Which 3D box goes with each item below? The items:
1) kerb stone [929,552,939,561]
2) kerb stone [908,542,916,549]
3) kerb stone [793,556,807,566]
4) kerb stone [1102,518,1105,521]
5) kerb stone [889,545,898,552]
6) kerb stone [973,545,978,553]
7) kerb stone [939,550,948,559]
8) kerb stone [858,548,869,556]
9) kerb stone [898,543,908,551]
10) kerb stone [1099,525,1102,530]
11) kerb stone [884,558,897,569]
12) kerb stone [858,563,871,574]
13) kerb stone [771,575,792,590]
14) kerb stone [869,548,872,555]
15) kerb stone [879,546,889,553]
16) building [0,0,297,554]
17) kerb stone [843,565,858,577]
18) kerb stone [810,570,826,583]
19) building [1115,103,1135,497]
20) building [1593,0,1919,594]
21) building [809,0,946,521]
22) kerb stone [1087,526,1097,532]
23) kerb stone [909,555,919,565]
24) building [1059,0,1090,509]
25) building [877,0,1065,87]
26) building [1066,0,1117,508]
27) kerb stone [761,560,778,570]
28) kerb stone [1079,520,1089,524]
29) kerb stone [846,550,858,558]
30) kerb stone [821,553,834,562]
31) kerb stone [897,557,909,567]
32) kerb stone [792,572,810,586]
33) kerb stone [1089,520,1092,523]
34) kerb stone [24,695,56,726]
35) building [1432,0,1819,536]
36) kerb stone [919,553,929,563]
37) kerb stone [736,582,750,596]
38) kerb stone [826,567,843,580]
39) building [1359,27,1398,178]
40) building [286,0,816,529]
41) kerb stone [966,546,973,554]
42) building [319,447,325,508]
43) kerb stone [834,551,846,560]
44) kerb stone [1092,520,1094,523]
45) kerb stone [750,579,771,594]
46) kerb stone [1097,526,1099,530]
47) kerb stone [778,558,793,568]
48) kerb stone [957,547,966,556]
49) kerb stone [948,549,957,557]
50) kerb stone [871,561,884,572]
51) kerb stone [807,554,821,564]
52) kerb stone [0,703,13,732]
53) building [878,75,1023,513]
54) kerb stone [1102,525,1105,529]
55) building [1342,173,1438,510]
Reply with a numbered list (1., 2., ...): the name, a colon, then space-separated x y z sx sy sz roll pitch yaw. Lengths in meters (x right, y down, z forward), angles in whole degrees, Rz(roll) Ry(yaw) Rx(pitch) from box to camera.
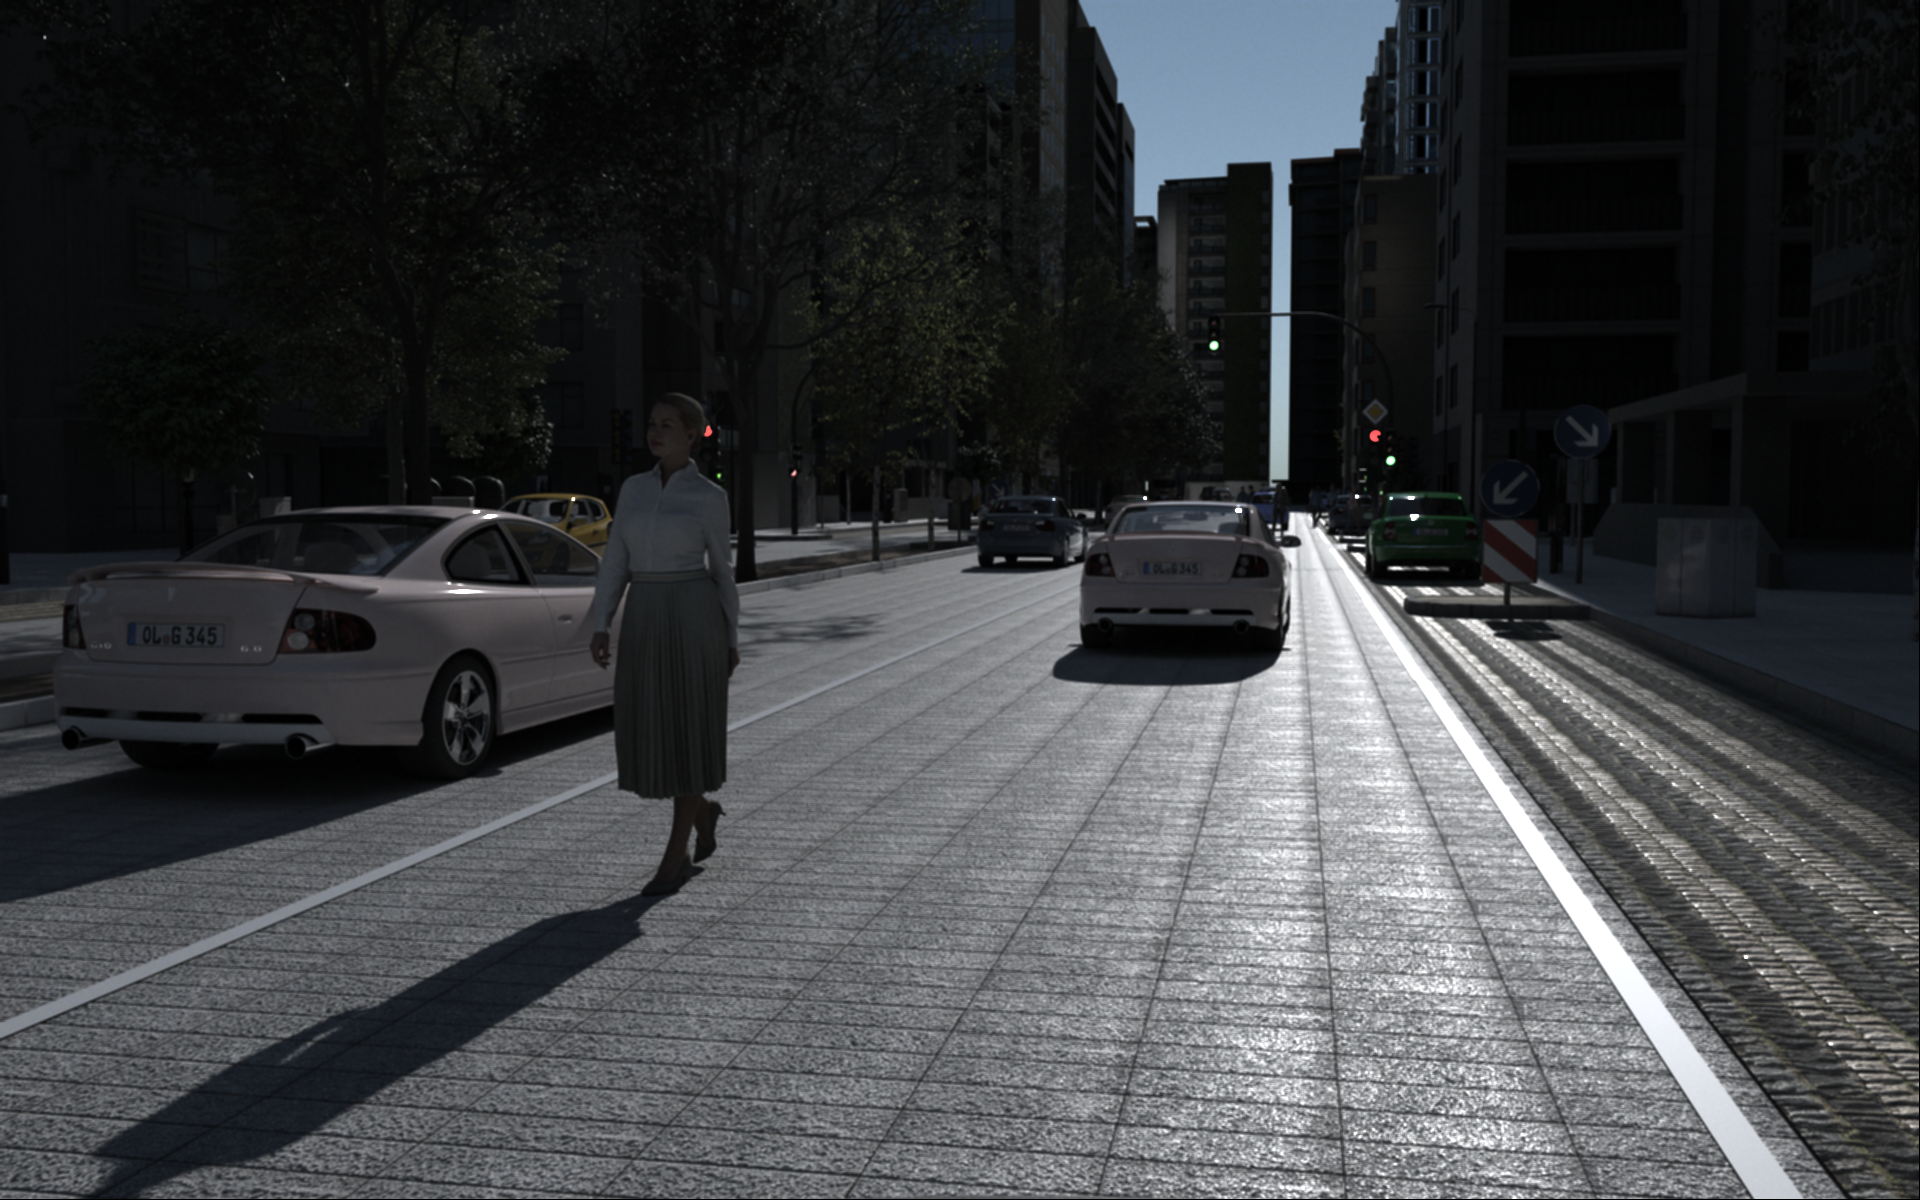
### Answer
1. kerb stone: -0.658 -0.926 37.339 0.120 0.150 1.000 1 4 11
2. kerb stone: -1.364 -1.381 44.777 0.120 0.150 1.000 1 4 11
3. kerb stone: -3.308 -0.761 34.731 0.120 0.150 1.000 1 4 11
4. kerb stone: 7.862 -4.309 92.643 0.120 0.150 1.000 1 4 11
5. kerb stone: -1.757 -1.258 42.764 0.120 0.150 1.000 1 4 11
6. kerb stone: 0.304 -1.232 42.358 0.120 0.150 1.000 1 4 11
7. kerb stone: -0.470 -0.988 38.344 0.120 0.150 1.000 1 4 11
8. kerb stone: -2.334 -1.074 39.753 0.120 0.150 1.000 1 4 11
9. kerb stone: -1.555 -1.317 43.773 0.120 0.150 1.000 1 4 11
10. kerb stone: 5.458 -2.865 69.081 0.120 0.150 1.000 1 4 11
11. kerb stone: -1.434 -0.669 33.318 0.120 0.150 1.000 1 4 11
12. kerb stone: -1.829 -0.558 31.312 0.120 0.150 1.000 1 4 11
13. kerb stone: -2.795 -0.248 26.276 0.120 0.150 1.000 1 4 11
14. kerb stone: -2.137 -1.133 40.756 0.120 0.150 1.000 1 4 11
15. kerb stone: -1.947 -1.197 41.760 0.120 0.150 1.000 1 4 11
16. building: -23.853 -22.038 43.916 14.086 41.232 14.154 1 4 11
17. kerb stone: -2.012 -0.496 30.304 0.120 0.150 1.000 1 4 11
18. kerb stone: -2.421 -0.373 28.288 0.120 0.150 1.000 1 4 11
19. building: 11.922 -33.396 196.128 14.200 45.320 14.600 1 4 11
20. building: 27.963 -20.421 25.758 32.217 40.220 23.993 1 4 11
21. building: -17.615 -24.405 90.905 32.217 40.220 23.993 1 4 11
22. kerb stone: 5.075 -2.745 67.073 0.120 0.150 1.000 1 4 11
23. kerb stone: -1.052 -0.797 35.326 0.120 0.150 1.000 1 4 11
24. building: 0.981 -43.766 153.825 20.563 71.187 20.611 1 4 11
25. building: 0.462 -29.742 136.390 14.600 45.320 14.200 1 4 11
26. building: 4.167 -33.771 175.862 21.300 48.544 21.600 1 4 11
27. kerb stone: -3.695 -0.643 32.715 0.120 0.150 1.000 1 4 11
28. kerb stone: 5.925 -3.693 82.569 0.120 0.150 1.000 1 4 11
29. kerb stone: -2.530 -1.009 38.750 0.120 0.150 1.000 1 4 11
30. kerb stone: -2.921 -0.890 36.739 0.120 0.150 1.000 1 4 11
31. kerb stone: -1.236 -0.742 34.320 0.120 0.150 1.000 1 4 11
32. kerb stone: -2.599 -0.311 27.281 0.120 0.150 1.000 1 4 11
33. kerb stone: 6.121 -3.755 83.583 0.120 0.150 1.000 1 4 11
34. kerb stone: -5.711 0.674 11.173 0.120 0.150 1.000 1 4 11
35. building: 27.734 -37.914 58.151 20.611 71.187 20.563 1 4 11
36. kerb stone: -0.858 -0.865 36.335 0.120 0.150 1.000 1 4 11
37. kerb stone: -3.188 -0.127 24.268 0.120 0.150 1.000 1 4 11
38. kerb stone: -2.217 -0.430 29.296 0.120 0.150 1.000 1 4 11
39. building: 53.042 -34.276 180.018 23.786 49.044 30.456 1 4 11
40. building: -13.949 -23.186 62.686 14.154 41.232 14.086 1 4 11
41. kerb stone: 0.108 -1.172 41.355 0.120 0.150 1.000 1 4 11
42. building: -28.328 -25.393 65.294 14.200 45.320 14.600 1 4 11
43. kerb stone: -2.727 -0.951 37.747 0.120 0.150 1.000 1 4 11
44. kerb stone: 6.307 -3.815 84.590 0.120 0.150 1.000 1 4 11
45. kerb stone: -2.994 -0.188 25.273 0.120 0.150 1.000 1 4 11
46. kerb stone: 5.261 -2.802 68.078 0.120 0.150 1.000 1 4 11
47. kerb stone: -3.504 -0.704 33.719 0.120 0.150 1.000 1 4 11
48. kerb stone: -0.082 -1.110 40.351 0.120 0.150 1.000 1 4 11
49. kerb stone: -0.280 -1.046 39.348 0.120 0.150 1.000 1 4 11
50. kerb stone: -1.637 -0.619 32.316 0.120 0.150 1.000 1 4 11
51. kerb stone: -3.114 -0.828 35.735 0.120 0.150 1.000 1 4 11
52. kerb stone: -5.899 0.736 10.163 0.120 0.150 1.000 1 4 11
53. building: -3.556 -21.490 123.069 14.160 30.474 14.107 1 4 11
54. kerb stone: 5.653 -2.929 70.091 0.120 0.150 1.000 1 4 11
55. building: 37.968 -15.950 105.822 27.650 21.520 28.899 1 4 11
